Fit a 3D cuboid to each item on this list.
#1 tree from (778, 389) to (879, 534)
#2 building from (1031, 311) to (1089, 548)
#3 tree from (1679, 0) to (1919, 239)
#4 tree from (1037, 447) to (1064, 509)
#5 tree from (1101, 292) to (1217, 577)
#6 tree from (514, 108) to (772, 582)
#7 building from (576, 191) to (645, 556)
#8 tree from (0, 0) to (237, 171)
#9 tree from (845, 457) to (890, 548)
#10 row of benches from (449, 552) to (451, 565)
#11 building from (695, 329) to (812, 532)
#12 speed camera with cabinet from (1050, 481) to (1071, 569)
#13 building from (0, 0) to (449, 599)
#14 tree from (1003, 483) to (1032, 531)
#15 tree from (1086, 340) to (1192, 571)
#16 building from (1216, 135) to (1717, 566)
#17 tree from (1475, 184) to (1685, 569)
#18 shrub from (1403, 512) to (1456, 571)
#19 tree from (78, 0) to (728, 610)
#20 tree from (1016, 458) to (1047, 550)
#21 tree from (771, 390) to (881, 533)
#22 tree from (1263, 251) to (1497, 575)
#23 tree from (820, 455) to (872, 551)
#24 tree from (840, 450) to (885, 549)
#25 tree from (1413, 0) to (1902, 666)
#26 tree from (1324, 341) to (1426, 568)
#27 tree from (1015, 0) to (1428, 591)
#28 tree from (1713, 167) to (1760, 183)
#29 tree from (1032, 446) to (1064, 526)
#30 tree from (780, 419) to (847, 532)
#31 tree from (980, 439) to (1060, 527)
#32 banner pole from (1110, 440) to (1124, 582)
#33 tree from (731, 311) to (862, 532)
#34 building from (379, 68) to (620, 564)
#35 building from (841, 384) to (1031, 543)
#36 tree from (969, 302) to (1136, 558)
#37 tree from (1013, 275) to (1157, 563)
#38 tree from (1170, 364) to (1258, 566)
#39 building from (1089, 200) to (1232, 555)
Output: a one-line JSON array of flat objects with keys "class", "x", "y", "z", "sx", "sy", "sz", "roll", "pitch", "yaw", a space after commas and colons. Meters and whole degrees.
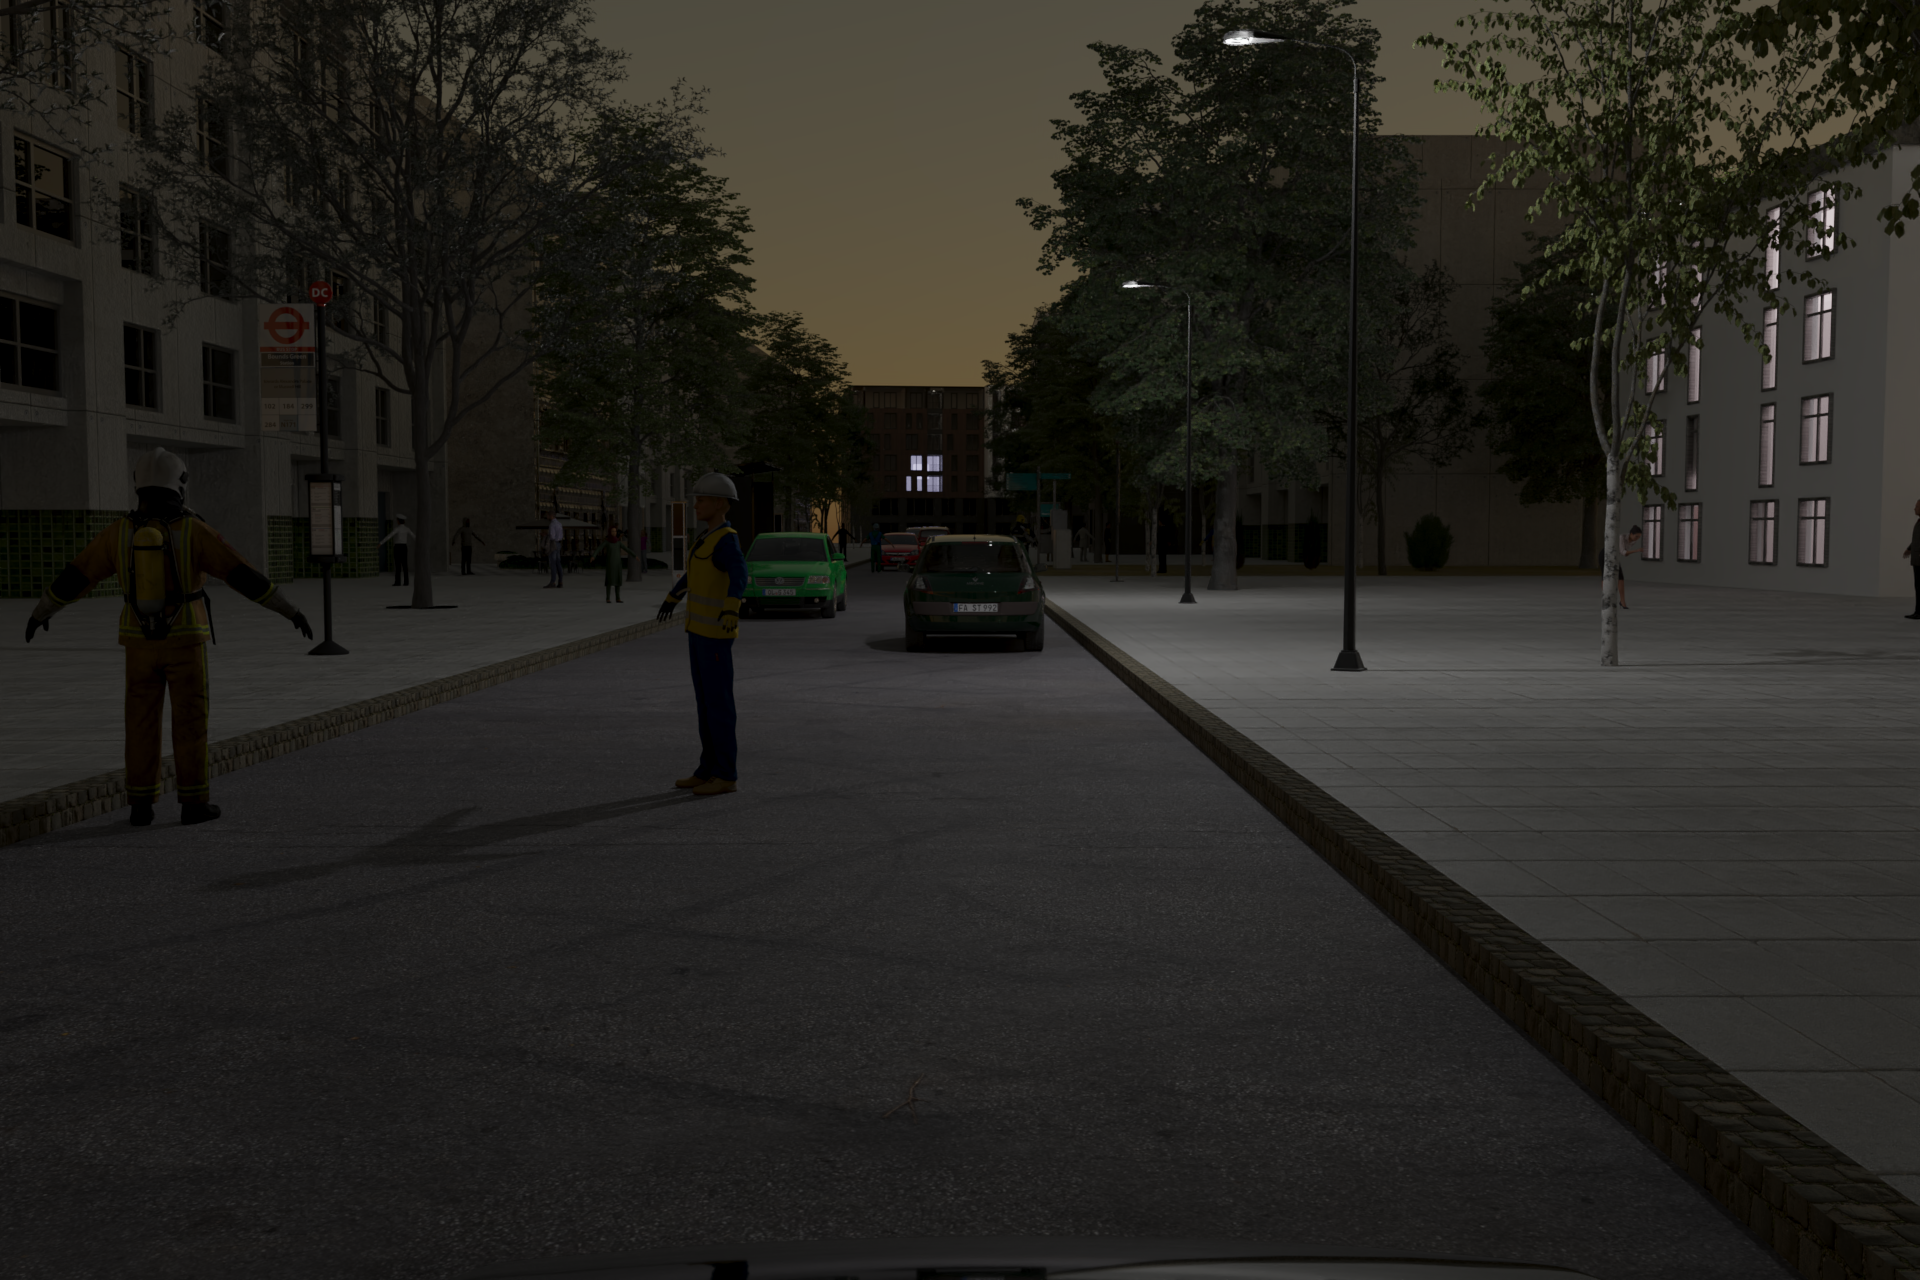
[{"class": "tree", "x": -9.450, "y": -12.094, "z": 123.487, "sx": 9.928, "sy": 11.665, "sz": 9.643, "roll": 0, "pitch": 3, "yaw": 0}, {"class": "building", "x": 21.014, "y": -20.271, "z": 175.402, "sx": 27.936, "sy": 21.610, "sz": 32.646, "roll": 0, "pitch": 3, "yaw": 0}, {"class": "tree", "x": 5.846, "y": -3.625, "z": 9.639, "sx": 4.737, "sy": 8.622, "sz": 4.395, "roll": 0, "pitch": 3, "yaw": 0}, {"class": "tree", "x": 6.095, "y": -10.404, "z": 120.474, "sx": 4.737, "sy": 8.622, "sz": 4.395, "roll": 0, "pitch": 3, "yaw": 0}, {"class": "tree", "x": 5.994, "y": -6.198, "z": 51.693, "sx": 4.737, "sy": 8.622, "sz": 4.395, "roll": 0, "pitch": 3, "yaw": 0}, {"class": "tree", "x": -8.596, "y": -7.873, "z": 46.858, "sx": 7.486, "sy": 12.596, "sz": 7.792, "roll": 0, "pitch": 3, "yaw": 0}, {"class": "building", "x": -24.925, "y": -14.715, "z": 97.005, "sx": 16.016, "sy": 20.090, "sz": 11.380, "roll": 0, "pitch": 4, "yaw": -1}, {"class": "tree", "x": -9.382, "y": -6.193, "z": 11.623, "sx": 12.009, "sy": 13.543, "sz": 11.850, "roll": 0, "pitch": 3, "yaw": 0}, {"class": "tree", "x": -9.264, "y": -12.730, "z": 158.495, "sx": 4.360, "sy": 8.622, "sz": 3.978, "roll": 0, "pitch": 3, "yaw": 0}, {"class": "row of benches", "x": -21.511, "y": -3.308, "z": 69.554, "sx": 1.422, "sy": 0.672, "sz": 4.104, "roll": 0, "pitch": 4, "yaw": 5}, {"class": "building", "x": -25.121, "y": -21.054, "z": 175.166, "sx": 19.493, "sy": 23.208, "sz": 18.063, "roll": 0, "pitch": 4, "yaw": 0}, {"class": "speed camera with cabinet", "x": 3.724, "y": -4.245, "z": 63.743, "sx": 0.660, "sy": 3.252, "sz": 2.038, "roll": 0, "pitch": 4, "yaw": -2}, {"class": "building", "x": -25.675, "y": -10.780, "z": 42.715, "sx": 16.747, "sy": 18.905, "sz": 31.486, "roll": 0, "pitch": 4, "yaw": 0}, {"class": "tree", "x": 5.463, "y": -12.059, "z": 147.531, "sx": 4.360, "sy": 8.622, "sz": 3.978, "roll": 0, "pitch": 3, "yaw": 0}, {"class": "tree", "x": 6.456, "y": -6.682, "z": 59.611, "sx": 4.737, "sy": 8.622, "sz": 4.395, "roll": 0, "pitch": 3, "yaw": 0}, {"class": "building", "x": 23.379, "y": -13.399, "z": 85.532, "sx": 16.747, "sy": 18.905, "sz": 31.486, "roll": 0, "pitch": 3, "yaw": 0}, {"class": "tree", "x": 23.368, "y": -9.633, "z": 64.158, "sx": 9.857, "sy": 13.997, "sz": 8.962, "roll": 0, "pitch": 3, "yaw": 0}, {"class": "shrub", "x": 16.147, "y": -3.400, "z": 59.626, "sx": 1.661, "sy": 2.075, "sz": 1.752, "roll": 0, "pitch": 3, "yaw": 0}, {"class": "tree", "x": -9.120, "y": -7.285, "z": 29.482, "sx": 12.009, "sy": 13.543, "sz": 11.850, "roll": 0, "pitch": 3, "yaw": 0}, {"class": "tree", "x": 6.225, "y": -11.631, "z": 140.529, "sx": 4.737, "sy": 8.622, "sz": 4.395, "roll": 0, "pitch": 3, "yaw": 0}, {"class": "tree", "x": -9.134, "y": -10.891, "z": 112.477, "sx": 8.767, "sy": 10.594, "sz": 7.601, "roll": 0, "pitch": 4, "yaw": 6}, {"class": "tree", "x": 12.796, "y": -7.288, "z": 53.565, "sx": 7.601, "sy": 10.594, "sz": 8.767, "roll": 0, "pitch": 4, "yaw": 2}, {"class": "tree", "x": -9.374, "y": -11.134, "z": 132.404, "sx": 4.360, "sy": 8.622, "sz": 3.978, "roll": 0, "pitch": 3, "yaw": 0}, {"class": "tree", "x": -9.264, "y": -12.079, "z": 147.849, "sx": 4.360, "sy": 8.622, "sz": 3.978, "roll": 0, "pitch": 3, "yaw": 0}, {"class": "tree", "x": 6.558, "y": -4.049, "z": 16.560, "sx": 4.737, "sy": 8.622, "sz": 4.395, "roll": 0, "pitch": 3, "yaw": 0}, {"class": "tree", "x": 14.944, "y": -7.032, "z": 65.343, "sx": 4.360, "sy": 8.622, "sz": 3.978, "roll": 0, "pitch": 3, "yaw": 0}, {"class": "tree", "x": 6.045, "y": -8.117, "z": 39.372, "sx": 9.857, "sy": 13.997, "sz": 8.962, "roll": 0, "pitch": 3, "yaw": 0}, {"class": "tree", "x": 24.526, "y": -8.320, "z": 54.166, "sx": 7.486, "sy": 12.596, "sz": 7.792, "roll": 0, "pitch": 3, "yaw": 0}, {"class": "tree", "x": 6.220, "y": -9.949, "z": 113.021, "sx": 4.737, "sy": 8.622, "sz": 4.395, "roll": 0, "pitch": 3, "yaw": 0}, {"class": "tree", "x": -9.064, "y": -9.497, "z": 105.633, "sx": 4.737, "sy": 8.622, "sz": 4.395, "roll": 0, "pitch": 3, "yaw": 0}, {"class": "tree", "x": 5.900, "y": -13.466, "z": 154.576, "sx": 8.767, "sy": 10.594, "sz": 7.601, "roll": 0, "pitch": 4, "yaw": -4}, {"class": "banner pole", "x": 4.220, "y": -3.435, "z": 46.185, "sx": 0.401, "sy": 3.779, "sz": 0.863, "roll": 0, "pitch": 4, "yaw": 0}, {"class": "tree", "x": -8.623, "y": -10.426, "z": 88.587, "sx": 7.486, "sy": 12.596, "sz": 7.792, "roll": 0, "pitch": 3, "yaw": 0}, {"class": "building", "x": -27.511, "y": -15.428, "z": 83.169, "sx": 19.493, "sy": 23.208, "sz": 18.063, "roll": 0, "pitch": 4, "yaw": 0}, {"class": "building", "x": -0.125, "y": -24.573, "z": 248.192, "sx": 32.646, "sy": 21.610, "sz": 27.936, "roll": 0, "pitch": 4, "yaw": -7}, {"class": "tree", "x": 5.685, "y": -11.368, "z": 92.528, "sx": 9.857, "sy": 13.997, "sz": 8.962, "roll": 0, "pitch": 3, "yaw": 0}, {"class": "tree", "x": 5.795, "y": -9.697, "z": 76.669, "sx": 7.486, "sy": 12.596, "sz": 7.792, "roll": 0, "pitch": 3, "yaw": 0}, {"class": "tree", "x": 9.950, "y": -7.243, "z": 68.784, "sx": 4.737, "sy": 8.622, "sz": 4.395, "roll": 0, "pitch": 3, "yaw": 0}, {"class": "building", "x": 22.859, "y": -17.036, "z": 122.519, "sx": 27.936, "sy": 21.610, "sz": 32.646, "roll": 0, "pitch": 4, "yaw": 0}]
